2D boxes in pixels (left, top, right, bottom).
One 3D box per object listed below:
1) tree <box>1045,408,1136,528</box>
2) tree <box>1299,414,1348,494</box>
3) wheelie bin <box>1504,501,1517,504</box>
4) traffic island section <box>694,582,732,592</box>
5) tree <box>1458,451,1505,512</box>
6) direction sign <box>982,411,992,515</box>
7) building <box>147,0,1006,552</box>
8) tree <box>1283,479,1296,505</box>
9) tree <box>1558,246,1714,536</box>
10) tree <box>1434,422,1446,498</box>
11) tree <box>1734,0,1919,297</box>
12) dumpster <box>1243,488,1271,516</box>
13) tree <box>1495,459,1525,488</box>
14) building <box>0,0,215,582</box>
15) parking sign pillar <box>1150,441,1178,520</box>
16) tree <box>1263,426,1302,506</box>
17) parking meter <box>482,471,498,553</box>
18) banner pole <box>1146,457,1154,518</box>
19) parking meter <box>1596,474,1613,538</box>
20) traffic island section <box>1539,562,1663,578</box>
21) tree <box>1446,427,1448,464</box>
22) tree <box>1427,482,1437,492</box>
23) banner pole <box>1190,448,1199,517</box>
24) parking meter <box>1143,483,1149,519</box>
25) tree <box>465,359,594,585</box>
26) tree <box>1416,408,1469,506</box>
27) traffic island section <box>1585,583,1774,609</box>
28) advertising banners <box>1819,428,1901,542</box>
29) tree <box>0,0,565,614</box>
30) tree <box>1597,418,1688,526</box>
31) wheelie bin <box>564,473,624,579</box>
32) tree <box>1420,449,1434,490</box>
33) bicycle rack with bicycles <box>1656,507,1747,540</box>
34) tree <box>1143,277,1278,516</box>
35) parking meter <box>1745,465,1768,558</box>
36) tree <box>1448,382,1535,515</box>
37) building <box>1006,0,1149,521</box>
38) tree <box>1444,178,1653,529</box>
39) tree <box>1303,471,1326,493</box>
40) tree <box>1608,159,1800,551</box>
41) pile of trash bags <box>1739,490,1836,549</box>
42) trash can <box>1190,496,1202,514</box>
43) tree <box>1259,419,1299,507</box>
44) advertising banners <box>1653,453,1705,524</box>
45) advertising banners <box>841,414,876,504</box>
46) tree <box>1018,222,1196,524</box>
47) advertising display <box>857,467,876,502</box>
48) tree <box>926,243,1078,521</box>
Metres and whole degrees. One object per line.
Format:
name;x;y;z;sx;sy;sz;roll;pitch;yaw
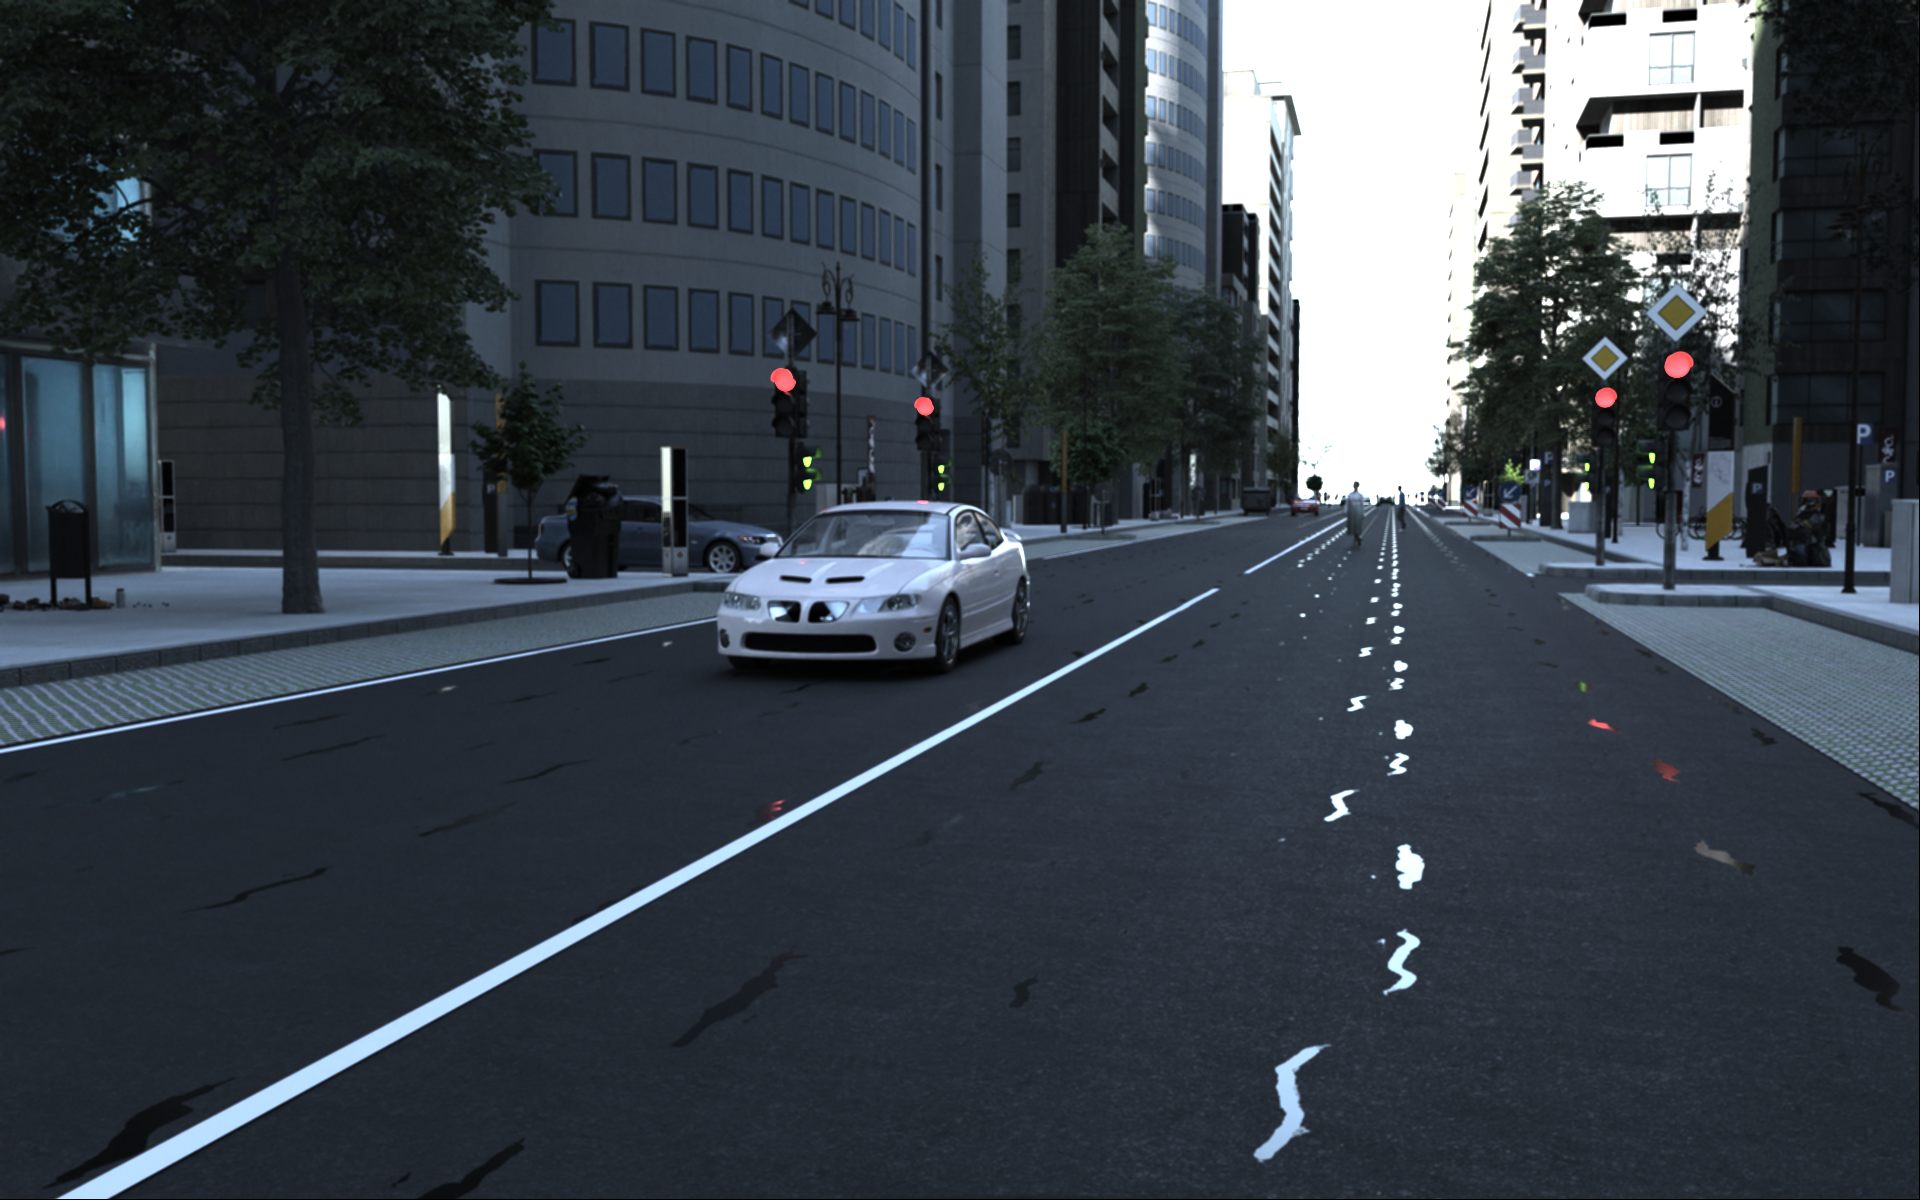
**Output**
tree;4.962;-5.031;65.963;4.285;4.588;4.351;0;3;0
tree;53.426;-21.509;262.034;12.009;13.543;11.850;0;3;0
wheelie bin;32.813;-5.824;103.134;0.980;1.594;0.693;-3;5;-44
traffic island section;-2.565;-0.246;26.310;2.009;0.180;2.903;1;4;14
tree;37.699;-8.660;125.303;4.285;4.588;4.351;0;3;0
direction sign;0.736;-3.410;47.752;0.379;3.537;0.876;1;4;17
building;-11.852;-31.151;51.319;21.231;58.520;28.212;1;4;14
tree;38.835;-12.900;205.513;1.663;3.219;1.824;0;3;0
tree;20.275;-6.233;52.280;4.737;8.622;4.395;0;3;0
tree;39.072;-11.207;133.593;4.360;8.622;3.978;0;3;0
tree;10.622;-4.898;14.495;8.767;10.594;7.601;2;4;28
dumpster;19.669;-6.517;114.760;1.865;1.857;1.264;1;4;14
tree;30.107;-6.141;95.012;1.663;3.219;1.824;0;3;0
building;-27.777;-24.536;20.772;30.456;49.044;23.786;1;4;14
parking sign pillar;10.343;-6.068;87.681;1.447;3.967;1.447;2;4;25
tree;33.684;-14.190;182.363;4.737;8.622;4.395;0;3;0
parking meter;-10.137;-1.951;37.610;0.399;1.863;0.255;1;4;9
banner pole;10.272;-6.335;93.586;0.863;3.779;0.401;-3;4;-36
parking meter;18.747;-2.731;50.371;0.399;1.863;0.255;-2;4;-23
traffic island section;11.490;-0.536;31.037;2.009;0.180;2.903;1;4;14
tree;34.913;-10.123;115.871;4.360;8.622;3.978;0;3;0
tree;67.521;-15.467;247.480;1.663;3.219;1.824;0;3;0
banner pole;12.923;-6.444;95.370;0.401;3.779;0.863;-2;4;-31
parking meter;9.620;-5.126;89.523;0.255;1.863;0.399;-1;4;-9
tree;-6.353;-1.859;24.989;1.663;3.219;1.824;0;3;0
tree;53.217;-15.462;187.223;8.767;10.594;7.601;3;5;45
traffic island section;9.554;-0.062;23.289;2.009;0.180;2.903;1;4;14
advertising banners;23.785;-3.041;45.911;2.074;3.025;0.090;0;4;8
tree;-7.278;-6.106;17.965;7.486;12.596;7.792;0;3;0
tree;27.532;-5.276;69.980;4.285;4.588;4.351;0;3;0
wheelie bin;-5.544;-1.132;26.420;0.693;1.594;0.980;2;4;30
tree;59.372;-16.103;213.646;4.360;8.622;3.978;0;3;0
bicycle rack with bicycles;21.428;-2.179;49.012;2.925;0.926;2.852;2;4;30
tree;13.336;-11.915;101.468;9.857;13.997;8.962;0;3;0
parking meter;15.994;-1.779;34.805;0.399;1.863;0.255;2;4;26
tree;33.278;-9.622;107.683;4.360;8.622;3.978;0;3;0
building;1.434;-19.261;86.620;14.160;30.474;14.107;1;4;14
tree;21.441;-8.862;63.018;7.486;12.596;7.792;0;3;0
tree;51.519;-16.372;251.392;4.285;4.588;4.351;0;3;0
tree;16.639;-5.437;39.265;4.360;8.622;3.978;0;3;0
pile of trash bags;20.186;-1.963;41.850;1.912;1.369;3.447;3;5;39
trash can;14.442;-5.758;105.797;0.748;1.137;0.748;0;3;0
tree;31.681;-13.529;171.566;4.360;8.622;3.978;0;3;0
advertising banners;31.072;-4.809;74.809;2.074;3.025;0.090;0;4;7
advertising banners;-2.167;-2.532;37.584;0.090;3.025;2.074;1;4;17
tree;6.289;-9.490;73.286;7.486;12.596;7.792;0;3;0
advertising display;-2.267;-2.246;41.937;0.123;1.923;0.974;-1;4;-23
tree;1.185;-6.189;51.557;4.737;8.622;4.395;0;3;0
